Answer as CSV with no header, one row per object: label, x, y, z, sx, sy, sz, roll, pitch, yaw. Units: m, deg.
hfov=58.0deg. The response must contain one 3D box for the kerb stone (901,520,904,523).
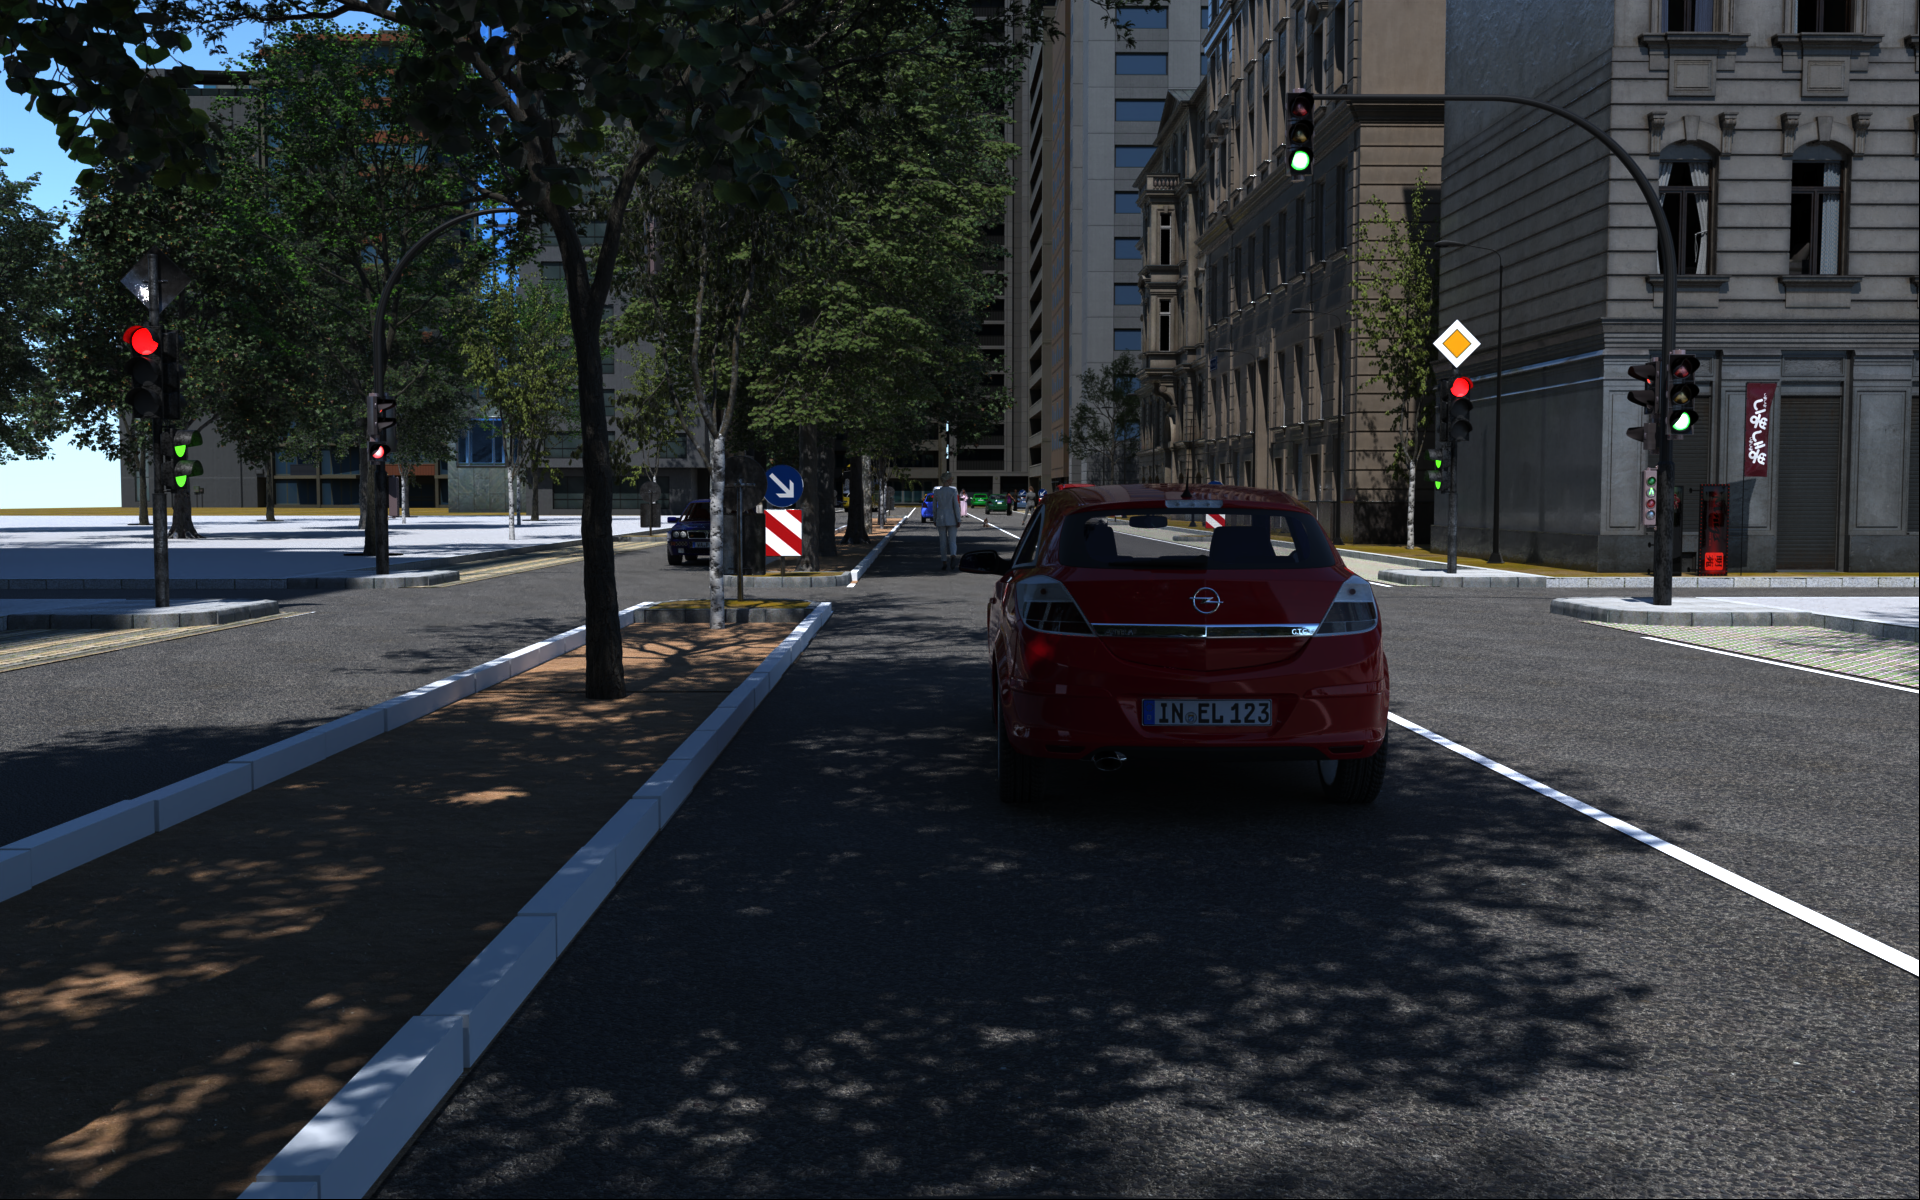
kerb stone,-2.671,-3.348,77.082,0.120,0.150,1.000,0,4,-1

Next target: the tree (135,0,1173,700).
tree,-2.464,-4.604,12.152,8.767,10.594,7.601,0,4,-1

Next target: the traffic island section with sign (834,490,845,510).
traffic island section with sign,-11.418,-9.097,157.360,1.989,1.847,2.006,0,4,-1

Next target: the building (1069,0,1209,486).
building,18.656,-35.833,127.865,21.231,58.520,28.212,0,4,-1

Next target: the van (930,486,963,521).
van,-0.813,-5.265,93.102,2.013,2.044,4.112,0,4,-1

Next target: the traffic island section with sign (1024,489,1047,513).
traffic island section with sign,6.042,-7.409,129.772,1.989,1.847,2.006,0,4,-1

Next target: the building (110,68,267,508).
building,-72.919,-29.761,170.186,14.086,41.232,14.154,0,4,-1

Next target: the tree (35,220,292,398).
tree,-33.776,-8.881,70.957,9.928,11.665,9.643,0,3,0

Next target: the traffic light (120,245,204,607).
traffic light,-9.061,-1.876,19.594,0.839,4.253,0.868,0,4,-1

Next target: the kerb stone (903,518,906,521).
kerb stone,-2.771,-3.670,82.198,0.120,0.150,1.000,0,4,-1

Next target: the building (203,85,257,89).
building,-68.607,-35.303,196.817,30.456,49.044,23.786,0,4,-1

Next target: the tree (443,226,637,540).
tree,-12.339,-5.979,48.119,4.737,8.622,4.395,0,3,0

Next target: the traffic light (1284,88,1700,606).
traffic light,6.007,-2.758,19.757,4.771,5.953,1.251,0,4,-1

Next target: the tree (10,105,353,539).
tree,-22.343,-8.116,49.704,9.611,12.733,9.660,0,3,0

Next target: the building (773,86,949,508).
building,-12.159,-35.061,196.945,21.600,48.544,21.300,0,4,-1

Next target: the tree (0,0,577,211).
tree,-2.409,-5.739,2.948,9.857,13.997,8.962,0,3,0

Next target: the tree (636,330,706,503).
tree,-12.895,-7.517,73.266,4.737,8.622,4.395,0,3,0

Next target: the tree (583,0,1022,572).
tree,-2.777,-6.718,30.429,7.486,12.596,7.792,0,3,0

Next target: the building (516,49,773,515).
building,-19.625,-20.706,110.244,14.160,30.474,14.107,0,4,-1

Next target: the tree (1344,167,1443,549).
tree,10.711,-5.492,40.161,4.737,8.622,4.395,0,3,0

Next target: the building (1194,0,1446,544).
building,15.440,-15.799,55.584,12.463,27.353,25.104,0,4,-1

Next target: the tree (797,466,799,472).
tree,-13.908,-12.429,153.581,4.737,8.622,4.395,0,3,0

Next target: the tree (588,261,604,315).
tree,-14.607,-14.593,94.484,12.611,20.169,13.585,0,3,0

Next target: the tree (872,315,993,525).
tree,-3.588,-10.171,79.115,12.009,13.543,11.850,0,3,0

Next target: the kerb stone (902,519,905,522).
kerb stone,-2.734,-3.543,80.148,0.120,0.150,1.000,0,4,-1

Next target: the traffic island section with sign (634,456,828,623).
traffic island section with sign,-2.625,-0.731,20.086,2.006,1.907,1.989,0,4,-1

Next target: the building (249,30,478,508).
building,-50.665,-31.324,166.773,28.867,44.769,22.147,0,4,-1

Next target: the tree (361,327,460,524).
tree,-23.900,-7.620,74.948,4.360,8.622,3.978,0,3,0

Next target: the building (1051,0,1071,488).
building,15.342,-30.546,149.532,14.600,45.320,14.200,0,4,-1

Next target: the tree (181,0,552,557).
tree,-12.062,-6.724,35.694,9.928,11.665,9.643,0,3,0

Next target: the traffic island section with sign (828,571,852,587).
traffic island section with sign,-2.758,-1.184,27.492,2.006,1.907,1.989,0,4,-1

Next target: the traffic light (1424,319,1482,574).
traffic light,7.944,-2.385,27.922,0.839,4.253,0.868,0,4,-1

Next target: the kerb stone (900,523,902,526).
kerb stone,-2.548,-2.981,70.935,0.120,0.150,1.000,0,4,-1

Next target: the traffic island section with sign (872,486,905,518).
traffic island section with sign,-4.210,-5.779,102.616,2.006,1.907,1.989,0,4,-1

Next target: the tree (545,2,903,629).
tree,-2.586,-4.004,18.280,4.360,8.622,3.978,0,3,0

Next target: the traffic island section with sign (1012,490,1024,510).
traffic island section with sign,5.517,-9.060,156.764,1.989,1.847,2.006,0,4,-1

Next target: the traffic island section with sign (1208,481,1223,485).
traffic island section with sign,7.519,-2.691,52.631,1.989,1.847,2.006,0,4,-1

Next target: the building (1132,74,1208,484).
building,16.121,-16.324,85.977,14.460,24.649,34.723,0,4,-1

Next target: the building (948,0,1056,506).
building,8.962,-46.325,195.661,20.611,71.187,20.563,0,4,-1

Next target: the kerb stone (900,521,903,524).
kerb stone,-2.619,-3.166,74.005,0.120,0.150,1.000,0,4,-1

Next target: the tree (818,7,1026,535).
tree,-4.535,-12.410,61.255,12.611,20.169,13.585,0,3,0

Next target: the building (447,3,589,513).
building,-25.260,-50.047,130.941,22.319,86.520,31.000,0,4,-1

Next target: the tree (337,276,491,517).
tree,-30.398,-11.290,94.954,12.009,13.543,11.850,0,3,0

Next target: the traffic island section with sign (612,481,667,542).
traffic island section with sign,-9.408,-2.688,52.573,1.989,1.847,2.006,0,4,-1

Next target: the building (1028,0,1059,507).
building,17.919,-33.251,167.353,21.300,48.544,21.600,0,4,-1

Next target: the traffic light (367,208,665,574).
traffic light,-7.124,-3.241,27.653,4.771,5.953,1.251,0,4,-1

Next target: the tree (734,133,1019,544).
tree,-2.997,-7.955,49.523,9.611,12.733,9.660,0,3,0

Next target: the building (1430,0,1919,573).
building,19.203,-11.207,32.388,18.267,20.994,9.793,0,4,-1

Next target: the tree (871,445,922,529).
tree,-3.154,-7.199,70.529,4.737,8.622,4.395,0,3,0
